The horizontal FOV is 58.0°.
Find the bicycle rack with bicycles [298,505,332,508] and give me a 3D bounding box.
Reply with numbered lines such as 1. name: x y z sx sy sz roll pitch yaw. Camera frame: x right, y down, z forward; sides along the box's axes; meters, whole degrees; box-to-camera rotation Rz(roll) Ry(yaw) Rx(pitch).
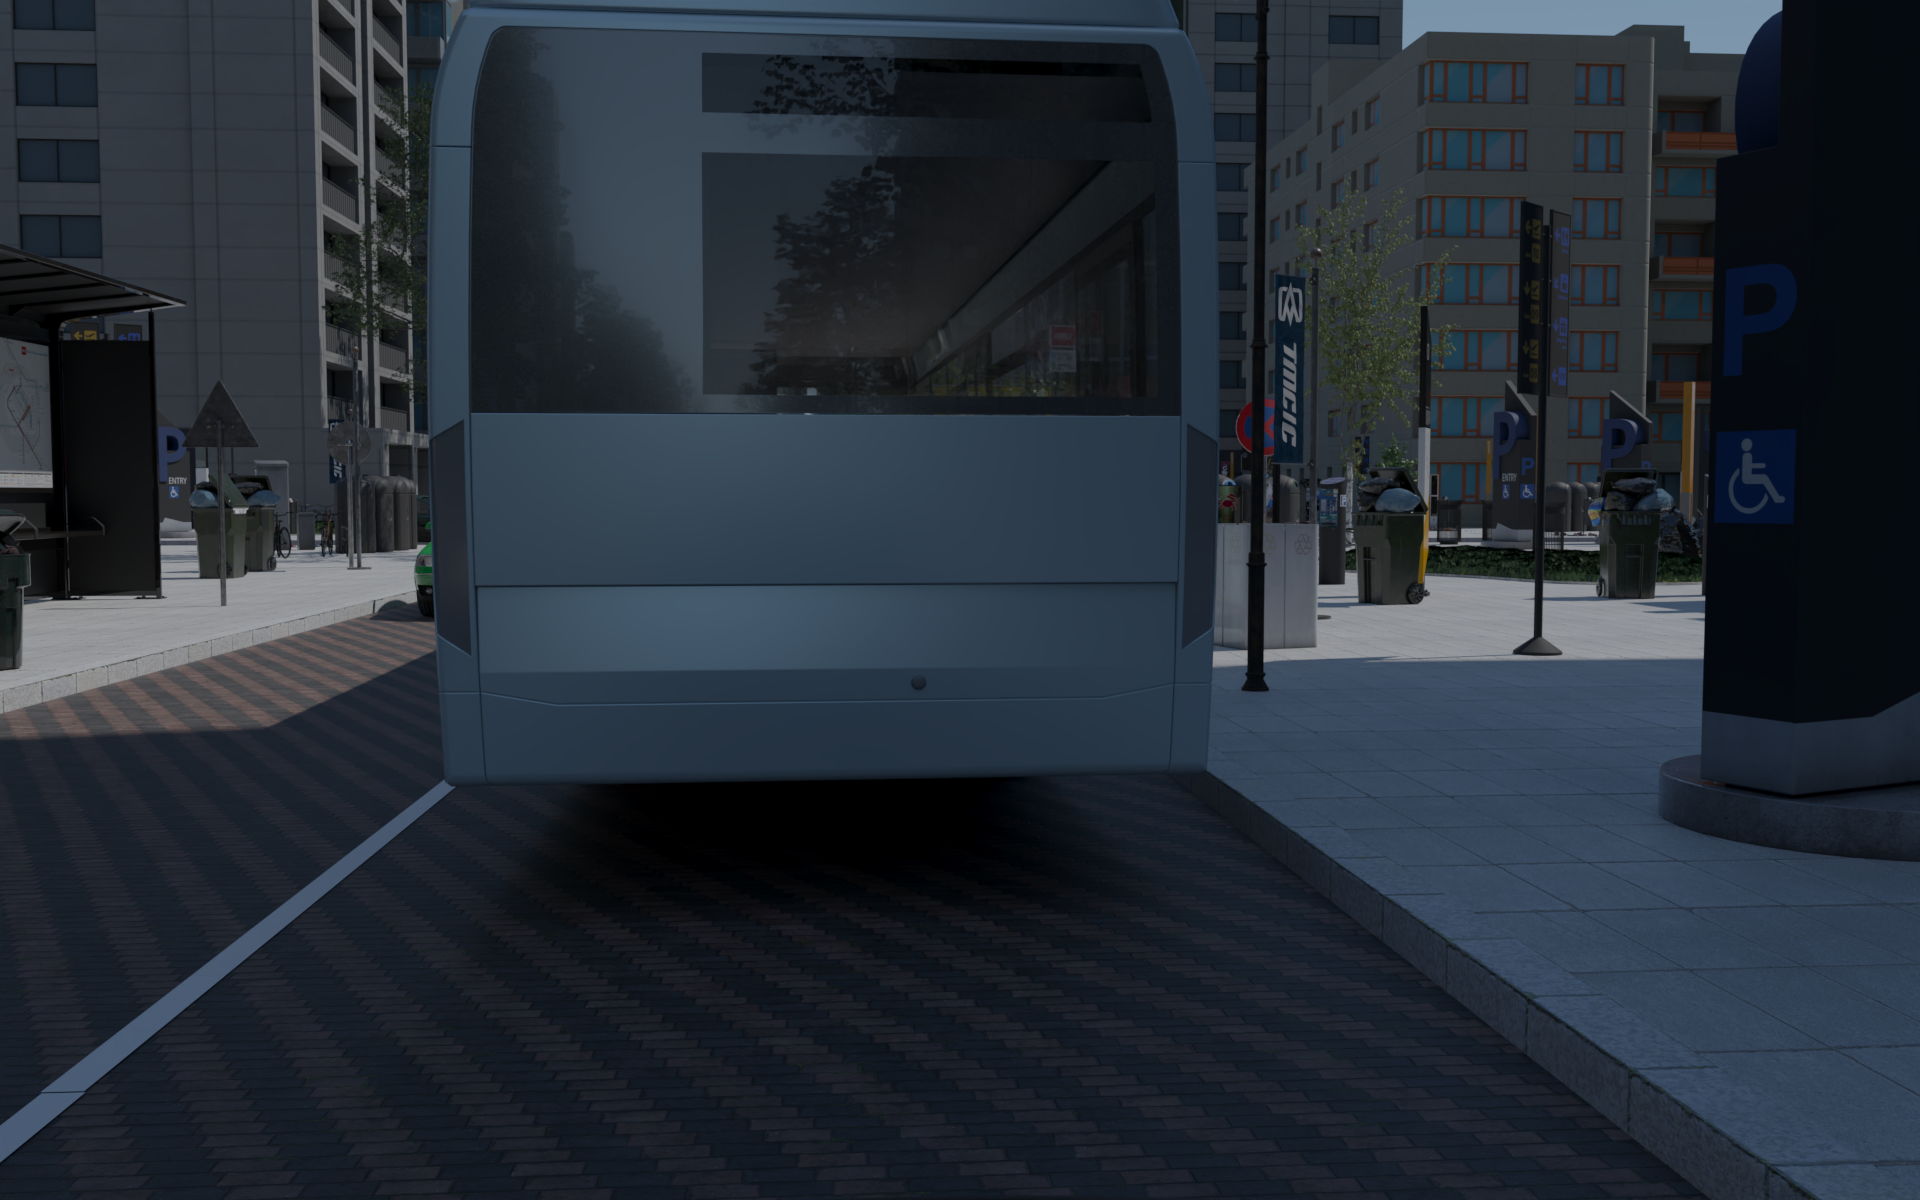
1. bicycle rack with bicycles: -22.134 -2.791 59.012 2.852 0.926 2.925 -3 5 -43

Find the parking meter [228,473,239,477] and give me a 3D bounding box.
1. parking meter: -20.536 -2.654 49.108 0.255 1.863 0.399 0 4 -5

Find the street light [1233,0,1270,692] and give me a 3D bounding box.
1. street light: 1.930 -2.346 11.144 0.468 5.910 1.993 0 4 -5

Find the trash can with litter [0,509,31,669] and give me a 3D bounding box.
1. trash can with litter: -7.351 -0.078 12.669 1.055 1.170 0.624 1 4 19

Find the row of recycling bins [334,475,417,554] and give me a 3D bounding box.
1. row of recycling bins: -13.040 -1.943 38.881 1.069 1.692 3.534 0 4 1

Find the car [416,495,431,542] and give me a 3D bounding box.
1. car: -14.572 -2.251 46.597 4.222 1.686 2.009 0 4 -3

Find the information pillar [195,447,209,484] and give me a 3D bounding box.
1. information pillar: -24.347 -3.934 55.673 0.504 3.616 0.183 2 4 25

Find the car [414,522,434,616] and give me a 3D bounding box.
1. car: -5.587 -0.798 21.837 1.959 1.807 4.718 0 4 -4

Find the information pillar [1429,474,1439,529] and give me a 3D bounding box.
1. information pillar: 17.641 -3.665 64.421 0.304 2.012 0.304 1 4 18

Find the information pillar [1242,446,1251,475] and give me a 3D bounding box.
1. information pillar: 13.117 -5.380 79.316 0.504 3.616 0.183 1 4 8

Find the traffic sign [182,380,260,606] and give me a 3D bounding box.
1. traffic sign: -8.431 -1.208 19.758 0.884 2.594 0.081 0 4 0

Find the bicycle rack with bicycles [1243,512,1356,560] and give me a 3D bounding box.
1. bicycle rack with bicycles: 6.381 -1.203 33.058 2.925 0.926 2.852 0 4 7

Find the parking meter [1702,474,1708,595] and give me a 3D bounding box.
1. parking meter: 9.599 -0.825 21.900 0.372 1.533 0.369 0 3 0

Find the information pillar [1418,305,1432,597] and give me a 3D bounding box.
1. information pillar: 5.842 -1.862 21.805 0.183 3.616 0.504 1 4 22

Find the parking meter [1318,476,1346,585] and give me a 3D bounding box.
1. parking meter: 5.288 -0.990 24.592 0.372 1.533 0.369 0 3 0

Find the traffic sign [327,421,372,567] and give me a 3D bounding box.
1. traffic sign: -10.706 -1.852 30.392 0.768 2.556 0.104 0 4 -4

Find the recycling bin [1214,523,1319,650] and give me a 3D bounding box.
1. recycling bin: 2.536 -0.127 14.637 0.722 1.027 0.722 -2 4 -23

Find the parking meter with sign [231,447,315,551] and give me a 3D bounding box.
1. parking meter with sign: -15.600 -2.632 39.299 1.738 3.016 0.543 -2 4 -30

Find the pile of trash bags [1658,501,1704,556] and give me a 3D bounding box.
1. pile of trash bags: 12.970 -1.159 28.698 1.912 1.369 3.447 -1 4 -16

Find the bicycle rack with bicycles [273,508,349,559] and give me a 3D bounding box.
1. bicycle rack with bicycles: -13.706 -1.357 35.564 2.852 0.926 2.925 -1 4 -21

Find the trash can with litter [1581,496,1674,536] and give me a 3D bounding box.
1. trash can with litter: 15.614 -1.722 39.216 1.678 1.210 2.233 -2 4 -33

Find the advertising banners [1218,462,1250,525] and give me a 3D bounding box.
1. advertising banners: 3.191 -1.760 24.964 2.074 3.025 0.090 2 4 33

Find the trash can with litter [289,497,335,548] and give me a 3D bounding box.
1. trash can with litter: -15.815 -1.866 41.572 2.233 1.210 1.678 0 4 4

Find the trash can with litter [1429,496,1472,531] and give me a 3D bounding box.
1. trash can with litter: 16.861 -3.018 60.398 1.678 1.210 2.233 0 4 -6

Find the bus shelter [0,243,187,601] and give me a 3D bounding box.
1. bus shelter: -10.004 -1.637 18.051 1.731 3.624 6.357 0 4 -5

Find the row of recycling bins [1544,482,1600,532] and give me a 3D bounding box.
1. row of recycling bins: 21.310 -3.207 59.551 3.534 1.692 1.069 -3 5 -41

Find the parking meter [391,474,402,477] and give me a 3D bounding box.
1. parking meter: -16.688 -2.797 51.442 0.255 1.863 0.399 1 4 14

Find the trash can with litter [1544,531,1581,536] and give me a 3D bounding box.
1. trash can with litter: 18.999 -2.571 53.086 2.233 1.210 1.678 2 4 31

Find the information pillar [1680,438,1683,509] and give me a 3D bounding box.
1. information pillar: 26.569 -4.420 63.630 0.183 3.616 0.504 1 4 11

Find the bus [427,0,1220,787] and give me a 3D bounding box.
1. bus: -1.116 -1.059 12.180 2.948 3.499 13.247 0 4 -6

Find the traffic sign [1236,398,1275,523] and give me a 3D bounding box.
1. traffic sign: 4.045 -1.405 23.074 0.768 2.556 0.104 0 4 2

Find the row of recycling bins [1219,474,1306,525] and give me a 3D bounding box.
1. row of recycling bins: 5.706 -1.783 36.269 3.534 1.692 1.069 -3 4 -37
